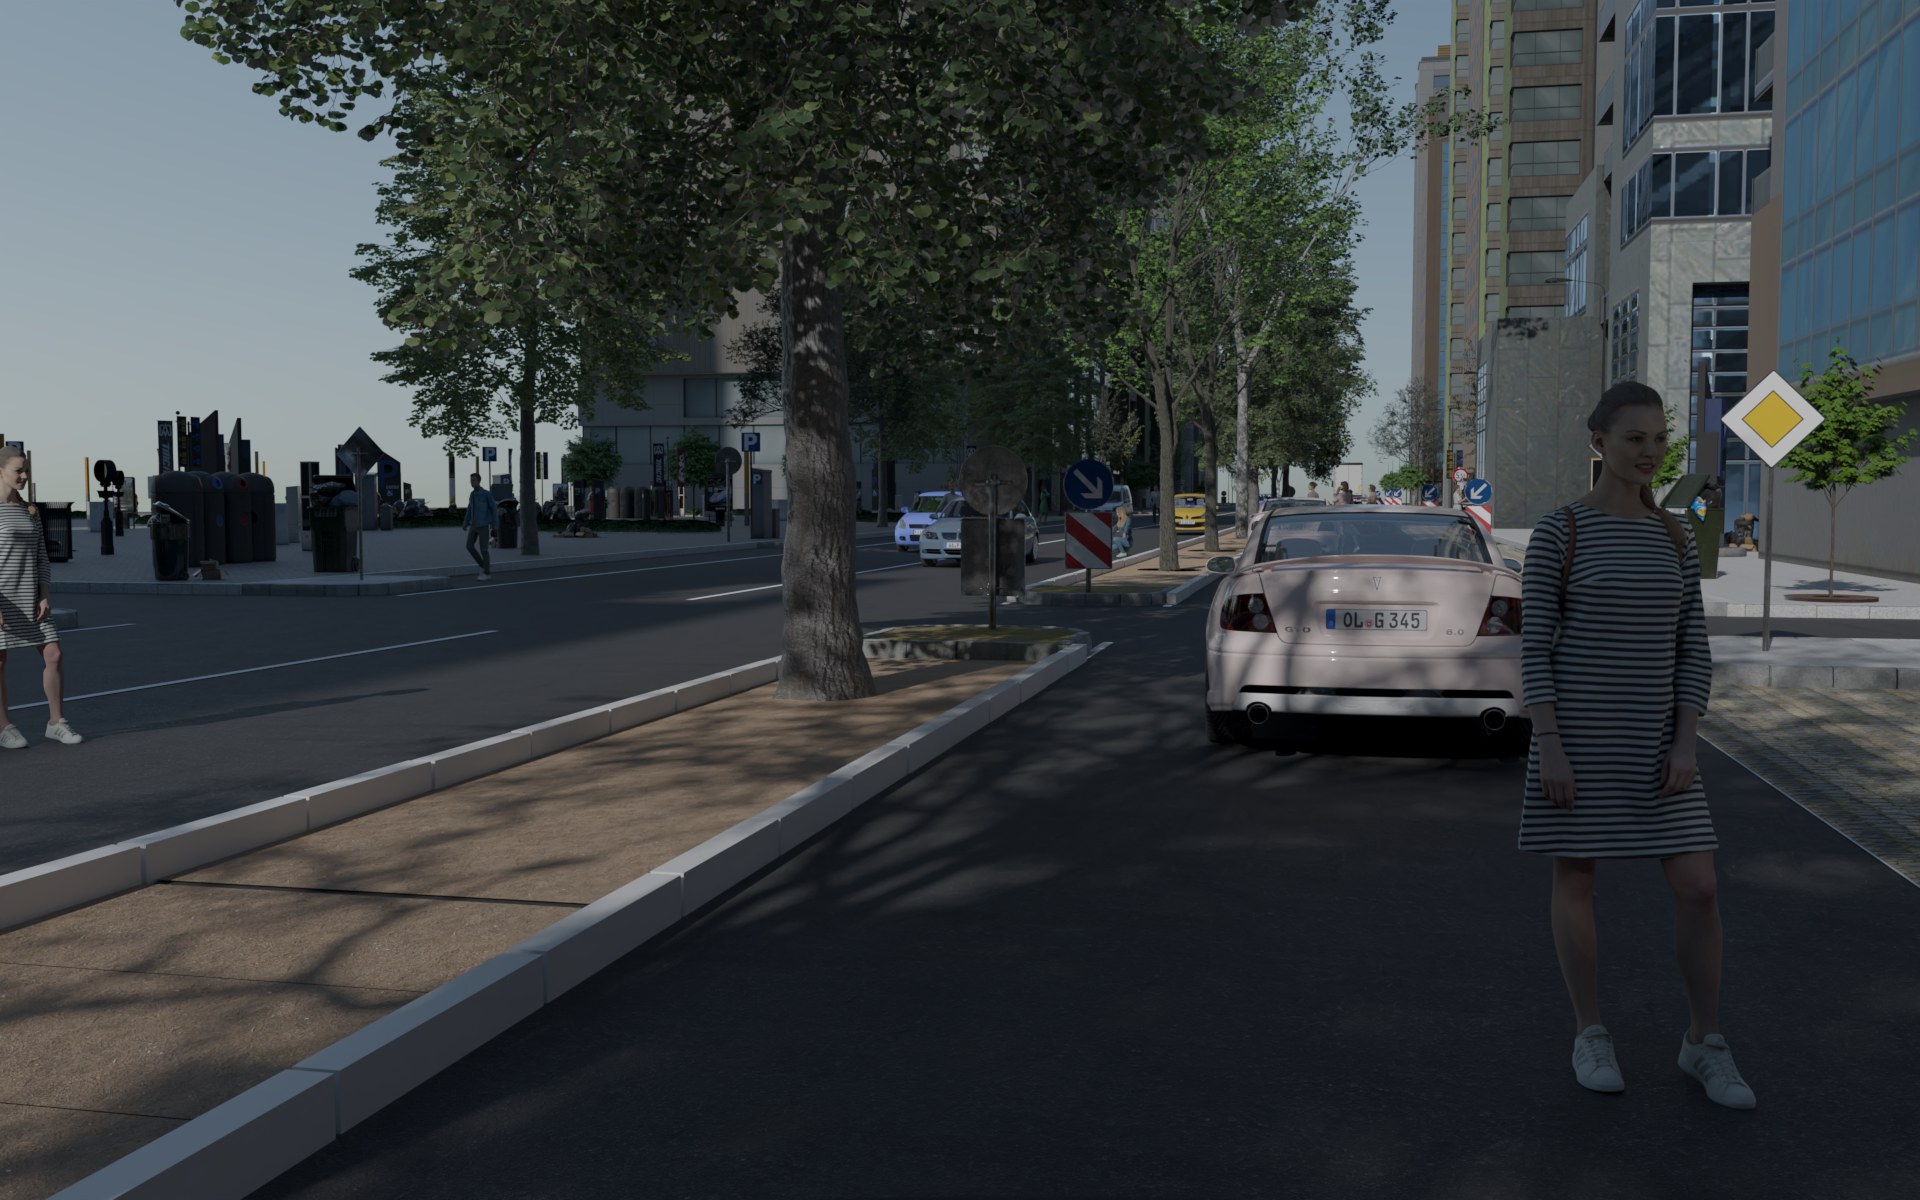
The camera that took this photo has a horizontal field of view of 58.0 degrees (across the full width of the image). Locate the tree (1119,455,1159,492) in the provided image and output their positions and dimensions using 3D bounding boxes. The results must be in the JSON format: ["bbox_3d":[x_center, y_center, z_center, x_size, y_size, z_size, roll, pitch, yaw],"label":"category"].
[{"bbox_3d":[15.064,-9.896,145.519,4.285,4.588,4.351,0,3,0],"label":"tree"}]

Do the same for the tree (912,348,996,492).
[{"bbox_3d":[-0.405,-8.329,86.536,4.737,8.622,4.395,0,3,0],"label":"tree"}]

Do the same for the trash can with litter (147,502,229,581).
[{"bbox_3d":[-11.544,-0.887,25.892,1.055,1.170,0.624,-2,4,-31],"label":"trash can with litter"}]

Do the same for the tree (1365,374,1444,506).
[{"bbox_3d":[46.313,-16.302,176.913,12.009,13.543,11.850,0,3,0],"label":"tree"}]

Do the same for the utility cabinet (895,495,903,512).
[{"bbox_3d":[-3.539,-4.982,92.620,1.020,1.237,0.306,-2,4,-31],"label":"utility cabinet"}]

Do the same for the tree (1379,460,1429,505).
[{"bbox_3d":[42.401,-10.963,162.958,4.285,4.588,4.351,0,3,0],"label":"tree"}]

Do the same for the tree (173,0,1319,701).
[{"bbox_3d":[-0.958,-6.274,11.688,9.857,13.997,8.962,0,3,0],"label":"tree"}]

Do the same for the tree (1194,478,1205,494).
[{"bbox_3d":[28.670,-12.850,204.691,1.663,3.219,1.824,0,3,0],"label":"tree"}]

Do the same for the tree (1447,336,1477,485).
[{"bbox_3d":[23.476,-7.724,76.655,4.360,8.622,3.978,0,3,0],"label":"tree"}]

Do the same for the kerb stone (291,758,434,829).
[{"bbox_3d":[-2.707,0.878,7.843,0.120,0.150,1.000,1,4,13],"label":"kerb stone"}]

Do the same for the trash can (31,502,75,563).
[{"bbox_3d":[-16.993,-1.274,32.484,0.748,1.137,0.748,0,3,0],"label":"trash can"}]

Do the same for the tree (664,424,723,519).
[{"bbox_3d":[-12.233,-5.889,80.003,4.285,4.588,4.351,0,3,0],"label":"tree"}]

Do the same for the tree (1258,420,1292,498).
[{"bbox_3d":[15.493,-8.047,84.392,4.737,8.622,4.395,0,3,0],"label":"tree"}]

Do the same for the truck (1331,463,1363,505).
[{"bbox_3d":[35.692,-10.435,159.531,2.839,4.237,11.283,1,4,12],"label":"truck"}]

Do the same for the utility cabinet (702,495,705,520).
[{"bbox_3d":[-12.305,-4.599,86.363,1.020,1.237,0.306,-2,4,-25],"label":"utility cabinet"}]

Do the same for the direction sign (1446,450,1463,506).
[{"bbox_3d":[25.432,-5.940,89.108,0.876,3.537,0.379,-1,4,-8],"label":"direction sign"}]

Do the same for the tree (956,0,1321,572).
[{"bbox_3d":[3.793,-6.342,31.903,9.928,11.665,9.643,0,3,0],"label":"tree"}]

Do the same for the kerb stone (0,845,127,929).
[{"bbox_3d":[-3.156,1.000,5.842,0.120,0.150,1.000,1,4,13],"label":"kerb stone"}]

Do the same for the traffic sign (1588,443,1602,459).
[{"bbox_3d":[8.335,-1.116,21.883,0.795,2.450,0.064,1,4,13],"label":"traffic sign"}]

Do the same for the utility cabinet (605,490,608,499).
[{"bbox_3d":[-19.465,-5.471,98.126,1.173,1.500,0.318,-2,4,-25],"label":"utility cabinet"}]

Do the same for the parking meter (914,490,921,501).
[{"bbox_3d":[-2.460,-5.592,99.843,0.372,1.533,0.369,0,3,0],"label":"parking meter"}]

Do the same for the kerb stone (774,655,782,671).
[{"bbox_3d":[-1.352,0.514,13.834,0.120,0.150,1.000,1,4,13],"label":"kerb stone"}]

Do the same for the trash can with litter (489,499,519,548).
[{"bbox_3d":[-10.877,-1.815,41.062,0.624,1.170,1.055,-3,5,-39],"label":"trash can with litter"}]

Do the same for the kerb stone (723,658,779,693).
[{"bbox_3d":[-1.581,0.572,12.838,0.120,0.150,1.000,1,4,13],"label":"kerb stone"}]

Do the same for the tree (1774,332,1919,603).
[{"bbox_3d":[10.377,-1.601,20.782,1.663,3.219,1.824,0,3,0],"label":"tree"}]

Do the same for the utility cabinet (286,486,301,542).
[{"bbox_3d":[-17.747,-2.288,46.095,0.318,1.500,1.173,-1,4,-18],"label":"utility cabinet"}]

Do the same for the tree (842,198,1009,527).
[{"bbox_3d":[-3.228,-9.099,66.901,7.486,12.596,7.792,0,3,0],"label":"tree"}]

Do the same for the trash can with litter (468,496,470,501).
[{"bbox_3d":[-24.068,-4.497,84.582,1.678,1.210,2.233,0,4,1],"label":"trash can with litter"}]

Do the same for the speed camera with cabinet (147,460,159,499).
[{"bbox_3d":[-38.947,-5.557,85.197,0.660,3.252,2.038,1,4,21],"label":"speed camera with cabinet"}]

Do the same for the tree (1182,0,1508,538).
[{"bbox_3d":[10.085,-11.974,54.120,12.611,20.169,13.585,0,3,0],"label":"tree"}]

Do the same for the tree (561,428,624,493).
[{"bbox_3d":[-18.333,-6.265,86.141,4.285,4.588,4.351,0,3,0],"label":"tree"}]

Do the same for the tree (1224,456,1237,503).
[{"bbox_3d":[39.948,-18.468,252.320,4.360,8.622,3.978,0,3,0],"label":"tree"}]

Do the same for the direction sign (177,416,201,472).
[{"bbox_3d":[-22.485,-3.583,50.573,0.379,3.537,0.876,1,4,19],"label":"direction sign"}]

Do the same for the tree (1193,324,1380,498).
[{"bbox_3d":[17.431,-10.575,92.373,9.611,12.733,9.660,0,3,0],"label":"tree"}]

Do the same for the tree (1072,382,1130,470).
[{"bbox_3d":[9.127,-10.078,115.136,4.360,8.622,3.978,0,3,0],"label":"tree"}]

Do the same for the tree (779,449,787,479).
[{"bbox_3d":[-7.640,-6.416,88.620,4.285,4.588,4.351,0,3,0],"label":"tree"}]

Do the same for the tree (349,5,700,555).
[{"bbox_3d":[-8.740,-7.214,36.080,7.486,12.596,7.792,0,3,0],"label":"tree"}]

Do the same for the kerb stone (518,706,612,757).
[{"bbox_3d":[-2.258,0.756,9.841,0.120,0.150,1.000,1,4,13],"label":"kerb stone"}]

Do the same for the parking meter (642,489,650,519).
[{"bbox_3d":[-15.709,-4.790,86.719,0.372,1.533,0.369,0,3,0],"label":"parking meter"}]

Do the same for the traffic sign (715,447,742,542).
[{"bbox_3d":[-6.231,-2.841,46.555,0.768,2.556,0.104,1,4,13],"label":"traffic sign"}]

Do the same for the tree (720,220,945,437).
[{"bbox_3d":[-4.384,-7.470,56.554,7.601,10.594,8.767,1,4,21],"label":"tree"}]

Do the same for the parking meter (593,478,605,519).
[{"bbox_3d":[-13.249,-3.540,63.591,0.399,1.863,0.255,0,4,2],"label":"parking meter"}]

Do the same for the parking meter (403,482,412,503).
[{"bbox_3d":[-26.416,-4.719,82.864,0.399,1.863,0.255,-1,4,-12],"label":"parking meter"}]

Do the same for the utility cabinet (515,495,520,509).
[{"bbox_3d":[-21.370,-4.486,84.508,0.306,1.237,1.020,-3,5,-39],"label":"utility cabinet"}]

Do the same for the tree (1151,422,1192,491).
[{"bbox_3d":[20.246,-13.106,164.650,4.360,8.622,3.978,0,3,0],"label":"tree"}]

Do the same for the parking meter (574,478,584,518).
[{"bbox_3d":[-13.392,-3.375,60.896,0.255,1.863,0.399,0,4,6],"label":"parking meter"}]

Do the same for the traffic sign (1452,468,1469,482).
[{"bbox_3d":[24.186,-5.114,83.722,0.768,2.556,0.104,1,4,18],"label":"traffic sign"}]

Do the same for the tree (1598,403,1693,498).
[{"bbox_3d":[12.655,-2.291,32.059,1.663,3.219,1.824,0,3,0],"label":"tree"}]

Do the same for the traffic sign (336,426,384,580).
[{"bbox_3d":[-8.924,-1.354,25.775,0.795,2.450,0.064,1,4,13],"label":"traffic sign"}]

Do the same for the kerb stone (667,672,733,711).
[{"bbox_3d":[-1.801,0.633,11.839,0.120,0.150,1.000,1,4,13],"label":"kerb stone"}]

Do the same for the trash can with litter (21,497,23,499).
[{"bbox_3d":[-60.420,-6.103,111.172,0.624,1.170,1.055,-1,4,-16],"label":"trash can with litter"}]

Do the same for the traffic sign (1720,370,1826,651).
[{"bbox_3d":[6.581,-0.639,14.092,0.795,2.450,0.064,1,4,13],"label":"traffic sign"}]

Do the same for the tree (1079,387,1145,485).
[{"bbox_3d":[10.396,-10.367,119.860,4.737,8.622,4.395,0,3,0],"label":"tree"}]

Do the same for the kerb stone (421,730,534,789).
[{"bbox_3d":[-2.476,0.819,8.842,0.120,0.150,1.000,1,4,13],"label":"kerb stone"}]

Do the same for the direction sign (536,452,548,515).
[{"bbox_3d":[-22.412,-6.173,92.922,0.379,3.537,0.876,2,4,32],"label":"direction sign"}]

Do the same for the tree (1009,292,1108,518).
[{"bbox_3d":[4.101,-10.709,93.222,7.486,12.596,7.792,0,3,0],"label":"tree"}]

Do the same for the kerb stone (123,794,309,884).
[{"bbox_3d":[-2.928,0.939,6.841,0.120,0.150,1.000,1,4,13],"label":"kerb stone"}]

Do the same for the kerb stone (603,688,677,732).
[{"bbox_3d":[-2.031,0.695,10.838,0.120,0.150,1.000,1,4,13],"label":"kerb stone"}]
